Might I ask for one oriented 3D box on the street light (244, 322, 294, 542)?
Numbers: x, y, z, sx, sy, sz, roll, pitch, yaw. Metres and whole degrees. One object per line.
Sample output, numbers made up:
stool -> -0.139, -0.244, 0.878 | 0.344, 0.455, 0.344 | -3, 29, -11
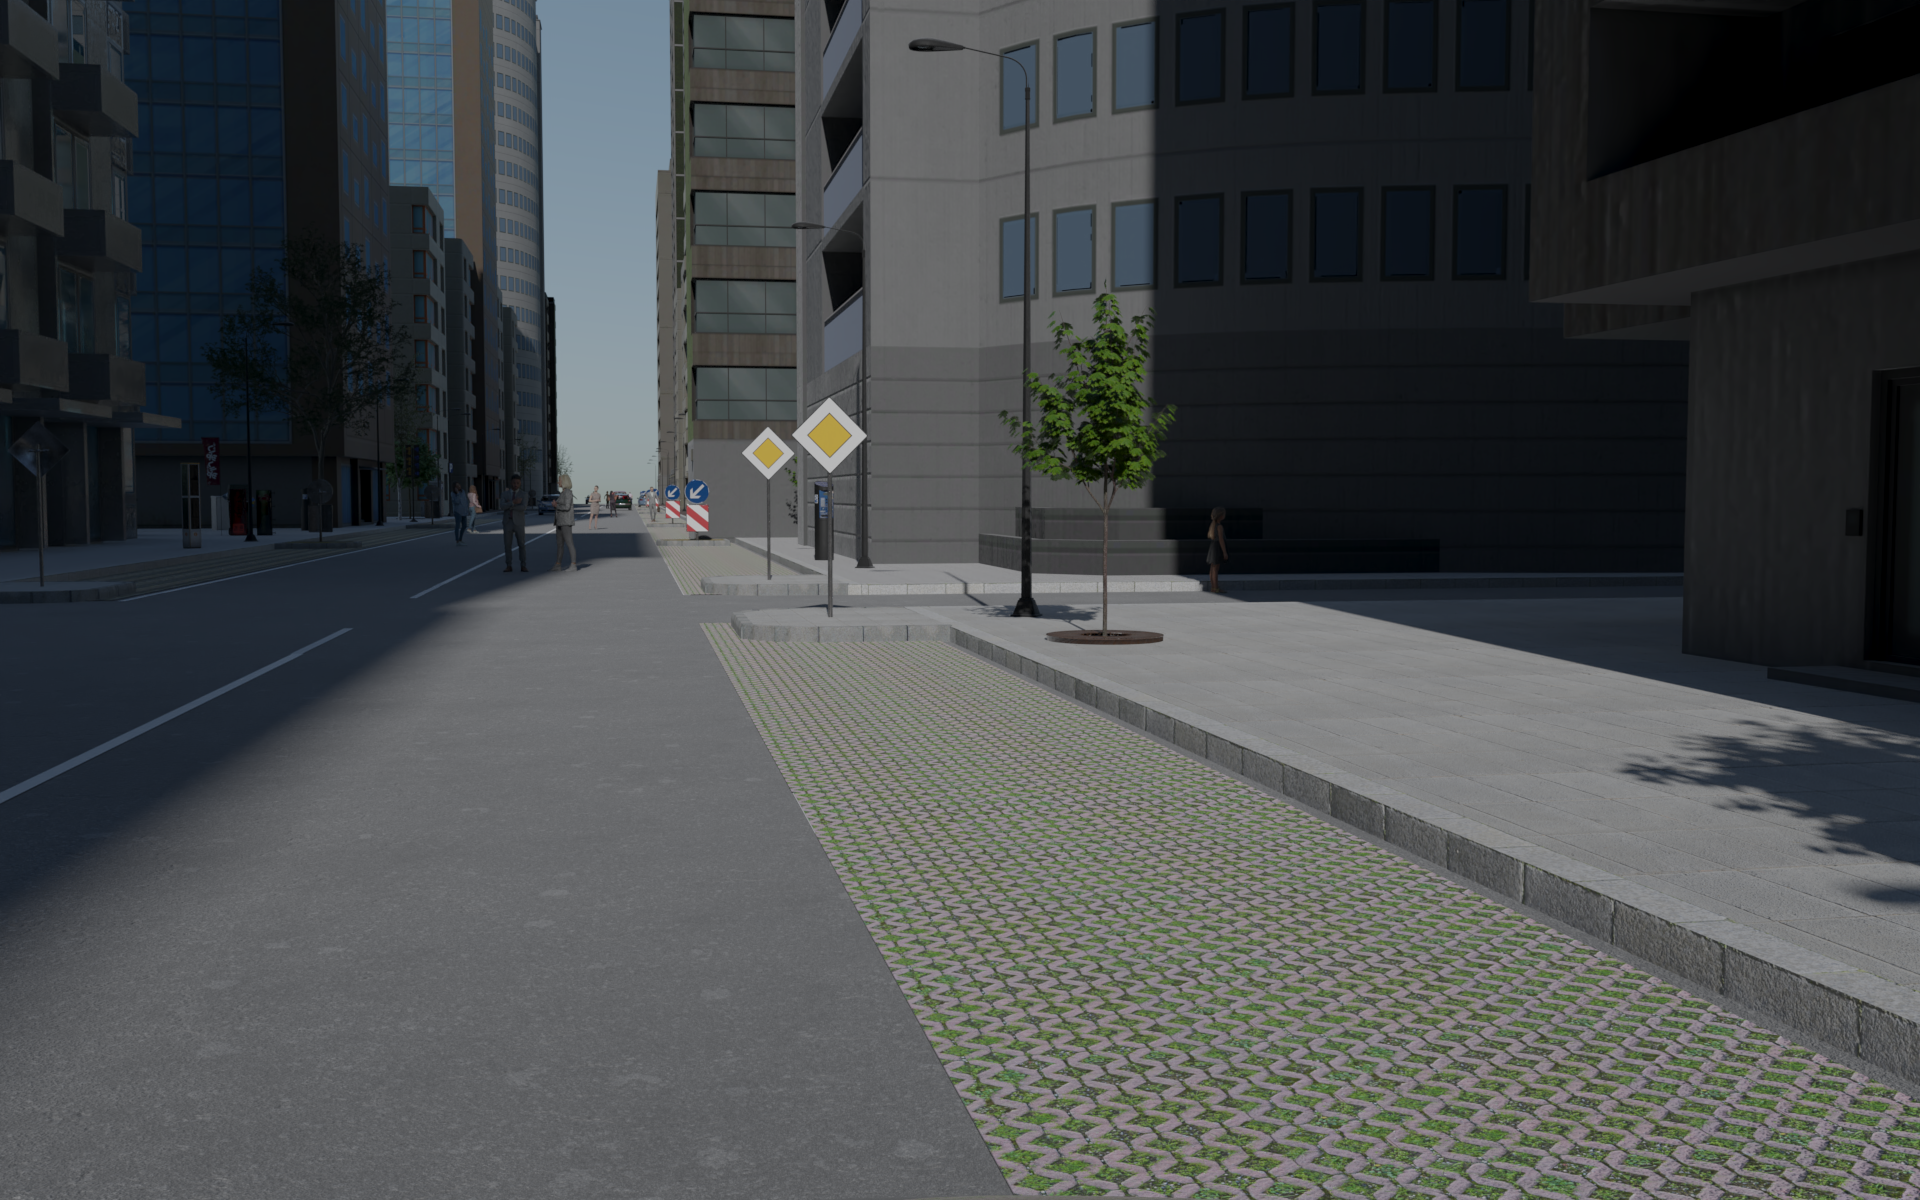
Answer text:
street light -> -18.634, -4.538, 46.741 | 1.470, 5.913, 1.316 | -1, 4, -11

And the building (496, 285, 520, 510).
building -> -53.929, -18.787, 152.201 | 27.650, 21.520, 28.899 | -1, 4, -11

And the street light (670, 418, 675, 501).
street light -> -16.611, -8.100, 104.976 | 1.470, 5.913, 1.316 | -1, 4, -11

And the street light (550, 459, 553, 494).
street light -> -48.575, -14.110, 203.233 | 1.470, 5.913, 1.316 | -1, 4, -11

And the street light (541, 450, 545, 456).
street light -> -44.188, -12.711, 180.360 | 1.470, 5.913, 1.316 | -1, 4, -11

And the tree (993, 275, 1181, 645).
tree -> 1.366, -1.262, 15.239 | 1.663, 3.219, 1.824 | 0, 3, 0

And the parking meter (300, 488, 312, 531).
parking meter -> -22.895, -3.197, 60.675 | 0.372, 1.533, 0.369 | 0, 3, 0

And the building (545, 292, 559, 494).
building -> -64.000, -28.821, 242.923 | 14.160, 30.474, 14.107 | -1, 4, -11

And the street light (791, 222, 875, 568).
street light -> -2.184, -3.502, 29.795 | 1.470, 5.913, 1.316 | -1, 4, -11

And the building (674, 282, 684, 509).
building -> -9.092, -18.203, 142.666 | 27.650, 21.520, 28.899 | -1, 4, -11

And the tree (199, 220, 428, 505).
tree -> -22.428, -7.683, 60.028 | 8.767, 10.594, 7.601 | 0, 4, 6

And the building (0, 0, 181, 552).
building -> -30.776, -25.359, 34.236 | 23.786, 49.044, 30.456 | -1, 4, -11

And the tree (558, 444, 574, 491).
tree -> -58.989, -18.610, 254.636 | 4.360, 8.622, 3.978 | 0, 3, 0

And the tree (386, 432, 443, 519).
tree -> -28.355, -6.445, 89.085 | 4.285, 4.588, 4.351 | 0, 3, 0

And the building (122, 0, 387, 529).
building -> -31.128, -25.634, 69.226 | 14.600, 45.320, 14.200 | -1, 4, -11

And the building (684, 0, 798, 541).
building -> -2.147, -17.490, 57.666 | 14.160, 30.474, 14.107 | -1, 4, -11

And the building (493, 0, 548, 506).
building -> -57.122, -39.656, 190.374 | 21.231, 58.520, 28.212 | -1, 4, -11

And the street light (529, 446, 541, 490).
street light -> -41.998, -12.016, 168.995 | 1.470, 5.913, 1.316 | -1, 4, -11

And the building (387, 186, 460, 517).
building -> -46.155, -16.162, 109.295 | 27.650, 21.520, 28.899 | -1, 4, -11

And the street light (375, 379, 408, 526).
street light -> -22.827, -5.939, 69.651 | 1.470, 5.913, 1.316 | -1, 4, -11

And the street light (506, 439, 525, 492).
street light -> -37.487, -10.575, 145.440 | 1.470, 5.913, 1.316 | -1, 4, -11

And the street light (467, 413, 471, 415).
street light -> -28.681, -7.745, 99.172 | 1.470, 5.913, 1.316 | -1, 4, -11

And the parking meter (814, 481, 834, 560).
parking meter -> -2.636, -1.540, 33.592 | 0.372, 1.533, 0.369 | 0, 3, 0

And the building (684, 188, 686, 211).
building -> 0.407, -14.885, 88.409 | 27.650, 21.520, 28.899 | -1, 4, -11

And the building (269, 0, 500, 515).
building -> -42.907, -29.454, 131.680 | 14.600, 45.320, 14.200 | -1, 4, -11

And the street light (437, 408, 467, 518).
street light -> -27.680, -7.412, 93.724 | 1.470, 5.913, 1.316 | -1, 4, -11

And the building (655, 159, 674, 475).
building -> -32.336, -38.151, 247.477 | 21.300, 48.544, 21.600 | -1, 4, -11

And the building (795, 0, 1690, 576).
building -> 11.289, -30.271, 36.937 | 28.212, 58.520, 21.231 | -1, 4, -11

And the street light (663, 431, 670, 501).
street light -> -20.975, -9.520, 128.186 | 1.470, 5.913, 1.316 | -1, 4, -11

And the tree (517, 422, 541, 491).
tree -> -43.723, -13.527, 171.527 | 4.360, 8.622, 3.978 | 0, 3, 0

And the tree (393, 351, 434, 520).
tree -> -27.445, -8.186, 84.197 | 4.360, 8.622, 3.978 | 0, 3, 0

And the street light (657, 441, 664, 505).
street light -> -25.533, -10.958, 151.708 | 1.470, 5.913, 1.316 | -1, 4, -11

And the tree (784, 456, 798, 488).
tree -> -3.926, -3.337, 49.161 | 1.663, 3.219, 1.824 | 0, 3, 0

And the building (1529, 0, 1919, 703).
building -> 11.583, -14.643, 11.113 | 14.160, 30.474, 14.107 | -1, 4, -11

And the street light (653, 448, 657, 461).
street light -> -31.877, -13.026, 185.517 | 1.470, 5.913, 1.316 | -1, 4, -11

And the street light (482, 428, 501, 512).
street light -> -33.174, -9.175, 122.553 | 1.470, 5.913, 1.316 | -1, 4, -11

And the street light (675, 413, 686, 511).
street light -> -15.502, -7.788, 99.876 | 1.470, 5.913, 1.316 | -1, 4, -11

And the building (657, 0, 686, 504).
building -> -29.181, -48.151, 225.514 | 20.563, 71.187, 20.611 | -1, 4, -11

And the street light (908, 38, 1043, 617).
street light -> 0.164, -2.775, 17.908 | 1.470, 5.913, 1.316 | -1, 4, -11
